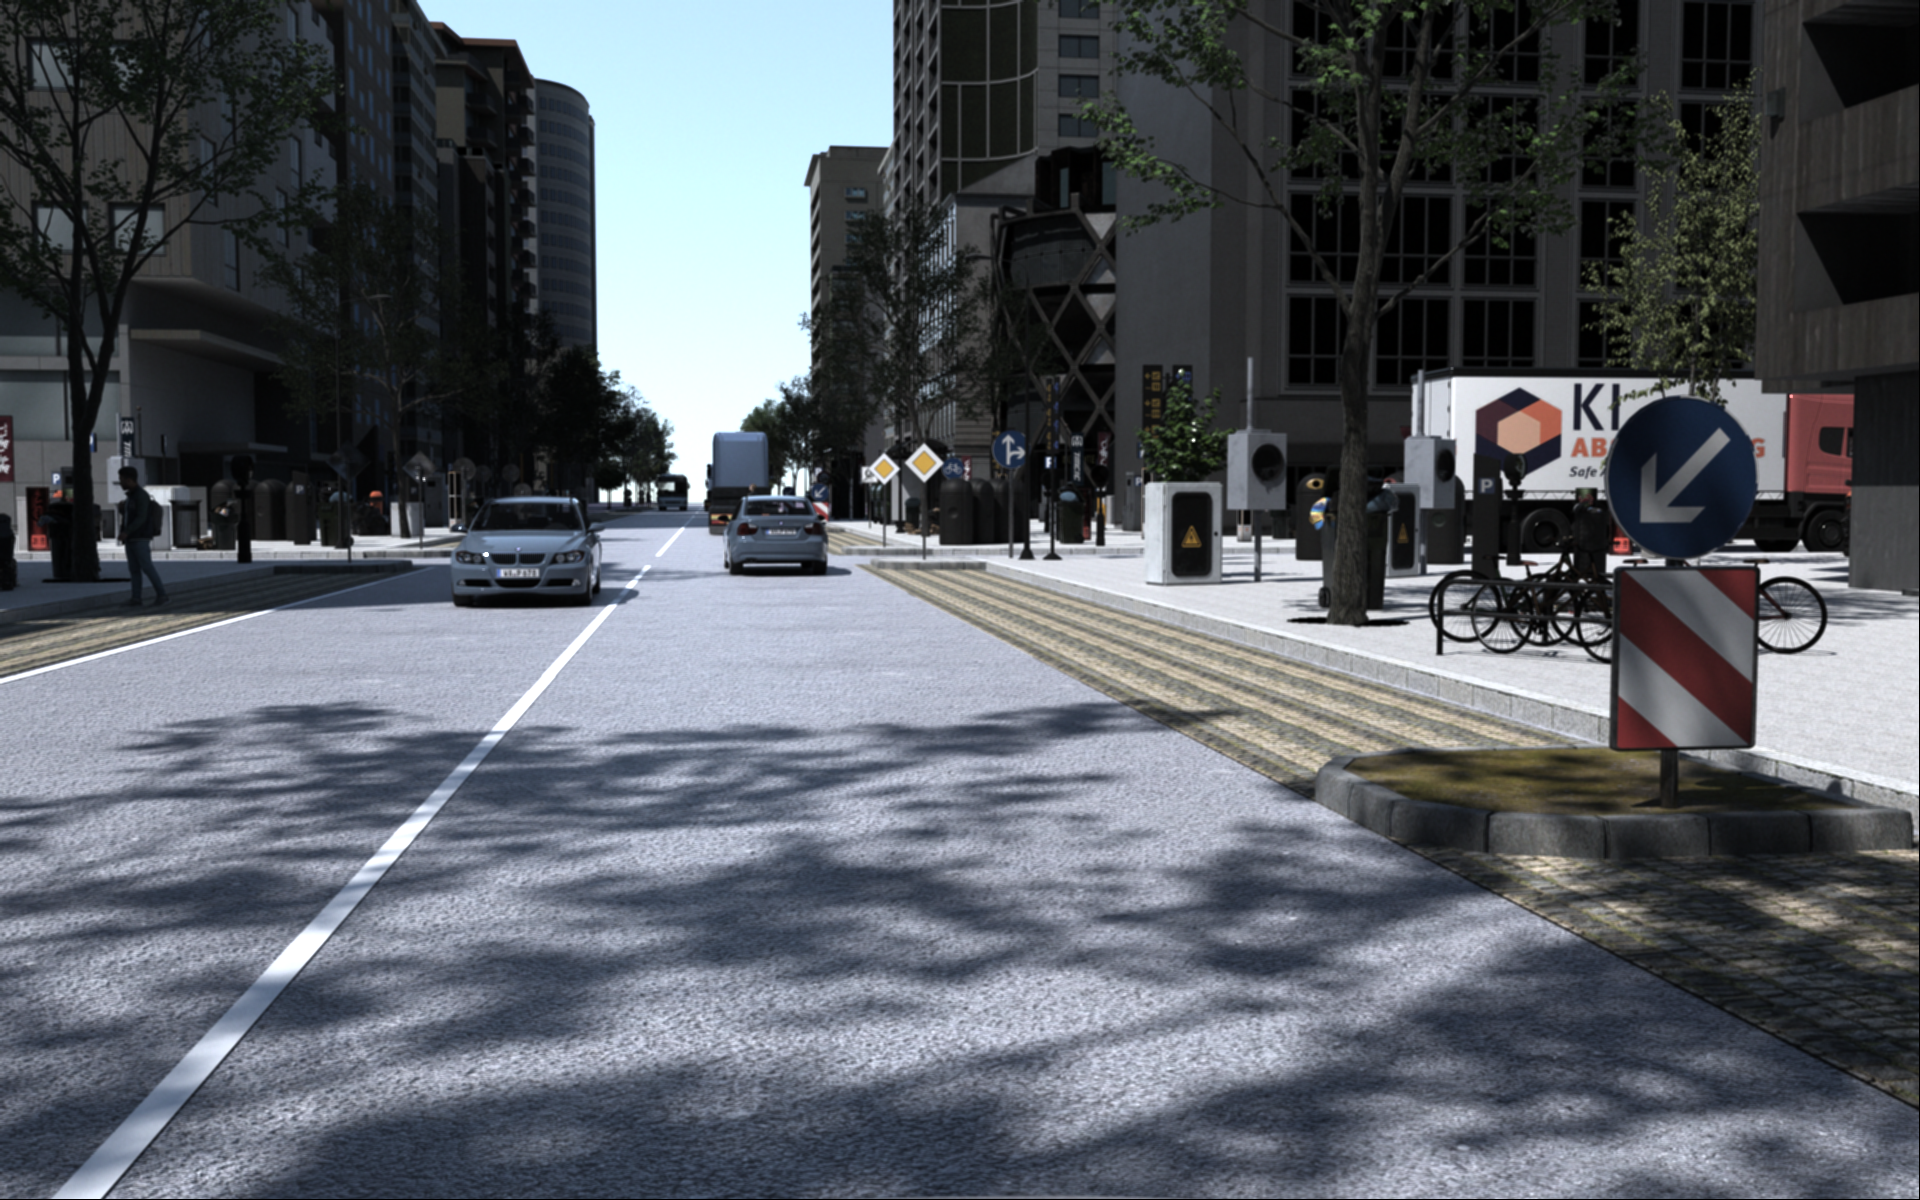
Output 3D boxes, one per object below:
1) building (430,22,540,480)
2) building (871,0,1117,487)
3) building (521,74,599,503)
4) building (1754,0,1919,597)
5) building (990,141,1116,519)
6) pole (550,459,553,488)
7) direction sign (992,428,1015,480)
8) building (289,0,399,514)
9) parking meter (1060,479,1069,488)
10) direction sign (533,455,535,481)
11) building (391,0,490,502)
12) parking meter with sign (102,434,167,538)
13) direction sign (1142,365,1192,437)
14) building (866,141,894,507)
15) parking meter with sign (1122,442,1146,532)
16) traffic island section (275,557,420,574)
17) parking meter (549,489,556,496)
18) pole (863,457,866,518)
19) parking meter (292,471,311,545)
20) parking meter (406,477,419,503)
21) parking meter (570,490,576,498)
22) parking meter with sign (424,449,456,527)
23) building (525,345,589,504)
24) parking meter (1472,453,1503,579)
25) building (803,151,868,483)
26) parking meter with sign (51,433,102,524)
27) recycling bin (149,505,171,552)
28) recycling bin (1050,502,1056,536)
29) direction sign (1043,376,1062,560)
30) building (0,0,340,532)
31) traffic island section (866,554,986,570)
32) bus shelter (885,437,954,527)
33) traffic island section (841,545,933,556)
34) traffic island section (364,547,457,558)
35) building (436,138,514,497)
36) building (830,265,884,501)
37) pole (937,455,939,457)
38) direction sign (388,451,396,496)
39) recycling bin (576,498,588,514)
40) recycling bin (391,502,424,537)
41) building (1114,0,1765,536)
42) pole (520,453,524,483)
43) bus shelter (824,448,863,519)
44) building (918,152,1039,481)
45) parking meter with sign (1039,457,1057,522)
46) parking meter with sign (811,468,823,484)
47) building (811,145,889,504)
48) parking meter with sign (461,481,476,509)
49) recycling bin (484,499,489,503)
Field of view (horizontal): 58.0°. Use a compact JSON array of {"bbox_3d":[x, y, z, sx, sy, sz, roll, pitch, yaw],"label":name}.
[{"bbox_3d":[-51.987,-31.136,163.697,22.147,44.769,28.867,0,4,-8],"label":"building"},{"bbox_3d":[3.216,-43.547,150.249,20.563,71.187,20.611,0,4,-8],"label":"building"},{"bbox_3d":[-62.743,-42.928,243.873,21.231,58.520,28.212,0,4,-8],"label":"building"},{"bbox_3d":[17.863,-15.227,20.665,14.160,30.474,14.107,0,4,-8],"label":"building"},{"bbox_3d":[9.831,-13.733,91.987,16.820,18.784,16.811,0,4,-8],"label":"building"},{"bbox_3d":[-23.404,-6.453,99.343,0.158,3.312,0.155,0,3,0],"label":"pole"},{"bbox_3d":[1.480,-4.111,59.208,0.876,3.537,0.379,2,4,27],"label":"direction sign"},{"bbox_3d":[-40.534,-27.407,98.215,14.600,45.320,14.200,0,4,-8],"label":"building"},{"bbox_3d":[4.207,-3.887,69.266,0.399,1.863,0.255,-3,5,-43],"label":"parking meter"},{"bbox_3d":[-25.033,-6.698,101.506,0.379,3.537,0.876,-2,4,-29],"label":"direction sign"},{"bbox_3d":[-50.446,-26.328,122.343,32.217,40.220,23.993,0,4,-8],"label":"building"},{"bbox_3d":[-24.032,-3.310,50.381,1.738,3.016,0.543,-1,4,-19],"label":"parking meter with sign"},{"bbox_3d":[3.638,-2.352,30.456,0.876,3.537,0.379,0,4,-4],"label":"direction sign"},{"bbox_3d":[5.144,-29.542,174.885,32.217,40.220,23.993,0,4,-8],"label":"building"},{"bbox_3d":[5.995,-3.842,59.081,0.543,3.016,1.738,-1,4,-16],"label":"parking meter with sign"},{"bbox_3d":[-11.412,-0.615,32.328,2.009,0.180,2.903,0,4,-8],"label":"traffic island section"},{"bbox_3d":[-21.764,-5.140,92.449,0.372,1.533,0.369,0,3,0],"label":"parking meter"},{"bbox_3d":[-5.225,-6.133,94.115,0.158,3.312,0.155,0,3,0],"label":"pole"},{"bbox_3d":[-16.567,-2.319,43.625,0.399,1.863,0.255,0,4,-4],"label":"parking meter"},{"bbox_3d":[-18.409,-3.216,58.294,0.399,1.863,0.255,-3,4,-38],"label":"parking meter"},{"bbox_3d":[-24.369,-6.157,109.085,0.372,1.533,0.369,0,3,0],"label":"parking meter"},{"bbox_3d":[-20.294,-4.310,66.725,1.738,3.016,0.543,-1,4,-15],"label":"parking meter with sign"},{"bbox_3d":[-61.564,-22.712,216.381,27.650,21.520,28.899,0,4,-8],"label":"building"},{"bbox_3d":[7.523,-1.161,24.699,0.399,1.863,0.255,1,4,21],"label":"parking meter"},{"bbox_3d":[-8.512,-41.189,262.681,28.713,52.752,27.495,0,4,-8],"label":"building"},{"bbox_3d":[-25.218,-3.215,48.827,0.543,3.016,1.738,1,4,20],"label":"parking meter with sign"},{"bbox_3d":[-18.116,-1.610,38.884,0.722,1.027,0.722,-2,4,-24],"label":"recycling bin"},{"bbox_3d":[3.207,-2.459,52.753,0.722,1.027,0.722,-2,4,-30],"label":"recycling bin"},{"bbox_3d":[1.808,-2.555,33.765,0.379,3.537,0.876,-1,4,-12],"label":"direction sign"},{"bbox_3d":[-41.234,-29.331,68.807,28.713,52.752,27.495,0,4,-8],"label":"building"},{"bbox_3d":[-0.678,-0.707,33.844,2.009,0.180,2.903,0,4,-8],"label":"traffic island section"},{"bbox_3d":[-1.587,-4.294,64.133,2.014,3.302,5.546,0,4,-8],"label":"bus shelter"},{"bbox_3d":[-1.802,-1.191,41.750,2.009,0.180,2.903,0,4,-8],"label":"traffic island section"},{"bbox_3d":[-12.536,-1.098,40.234,2.009,0.180,2.903,0,4,-8],"label":"traffic island section"},{"bbox_3d":[-44.921,-22.717,143.122,14.160,30.474,14.107,0,4,-8],"label":"building"},{"bbox_3d":[-9.633,-27.425,220.098,14.160,30.474,14.107,0,4,-8],"label":"building"},{"bbox_3d":[-1.006,-5.284,80.241,0.158,3.312,0.155,0,3,0],"label":"pole"},{"bbox_3d":[-30.206,-6.124,92.124,0.379,3.537,0.876,0,4,5],"label":"direction sign"},{"bbox_3d":[-24.546,-6.093,112.176,0.722,1.027,0.722,1,4,10],"label":"recycling bin"},{"bbox_3d":[-16.655,-2.425,52.208,0.722,1.027,0.722,1,4,13],"label":"recycling bin"},{"bbox_3d":[18.533,-16.230,58.872,24.014,27.812,14.314,0,4,-8],"label":"building"},{"bbox_3d":[-21.747,-5.635,85.982,0.158,3.312,0.155,0,3,0],"label":"pole"},{"bbox_3d":[-6.158,-6.152,91.873,1.731,3.624,6.357,0,4,-8],"label":"bus shelter"},{"bbox_3d":[3.036,-15.905,109.203,9.793,20.994,18.267,0,4,-8],"label":"building"},{"bbox_3d":[4.003,-5.107,79.768,0.543,3.016,1.738,1,4,15],"label":"parking meter with sign"},{"bbox_3d":[-9.451,-7.158,113.286,0.543,3.016,1.738,1,4,10],"label":"parking meter with sign"},{"bbox_3d":[-9.146,-37.570,237.972,21.300,48.544,21.600,0,4,-8],"label":"building"},{"bbox_3d":[-28.131,-6.224,98.029,1.738,3.016,0.543,1,4,15],"label":"parking meter with sign"},{"bbox_3d":[-23.482,-4.545,86.859,0.722,1.027,0.722,-3,5,-40],"label":"recycling bin"}]
